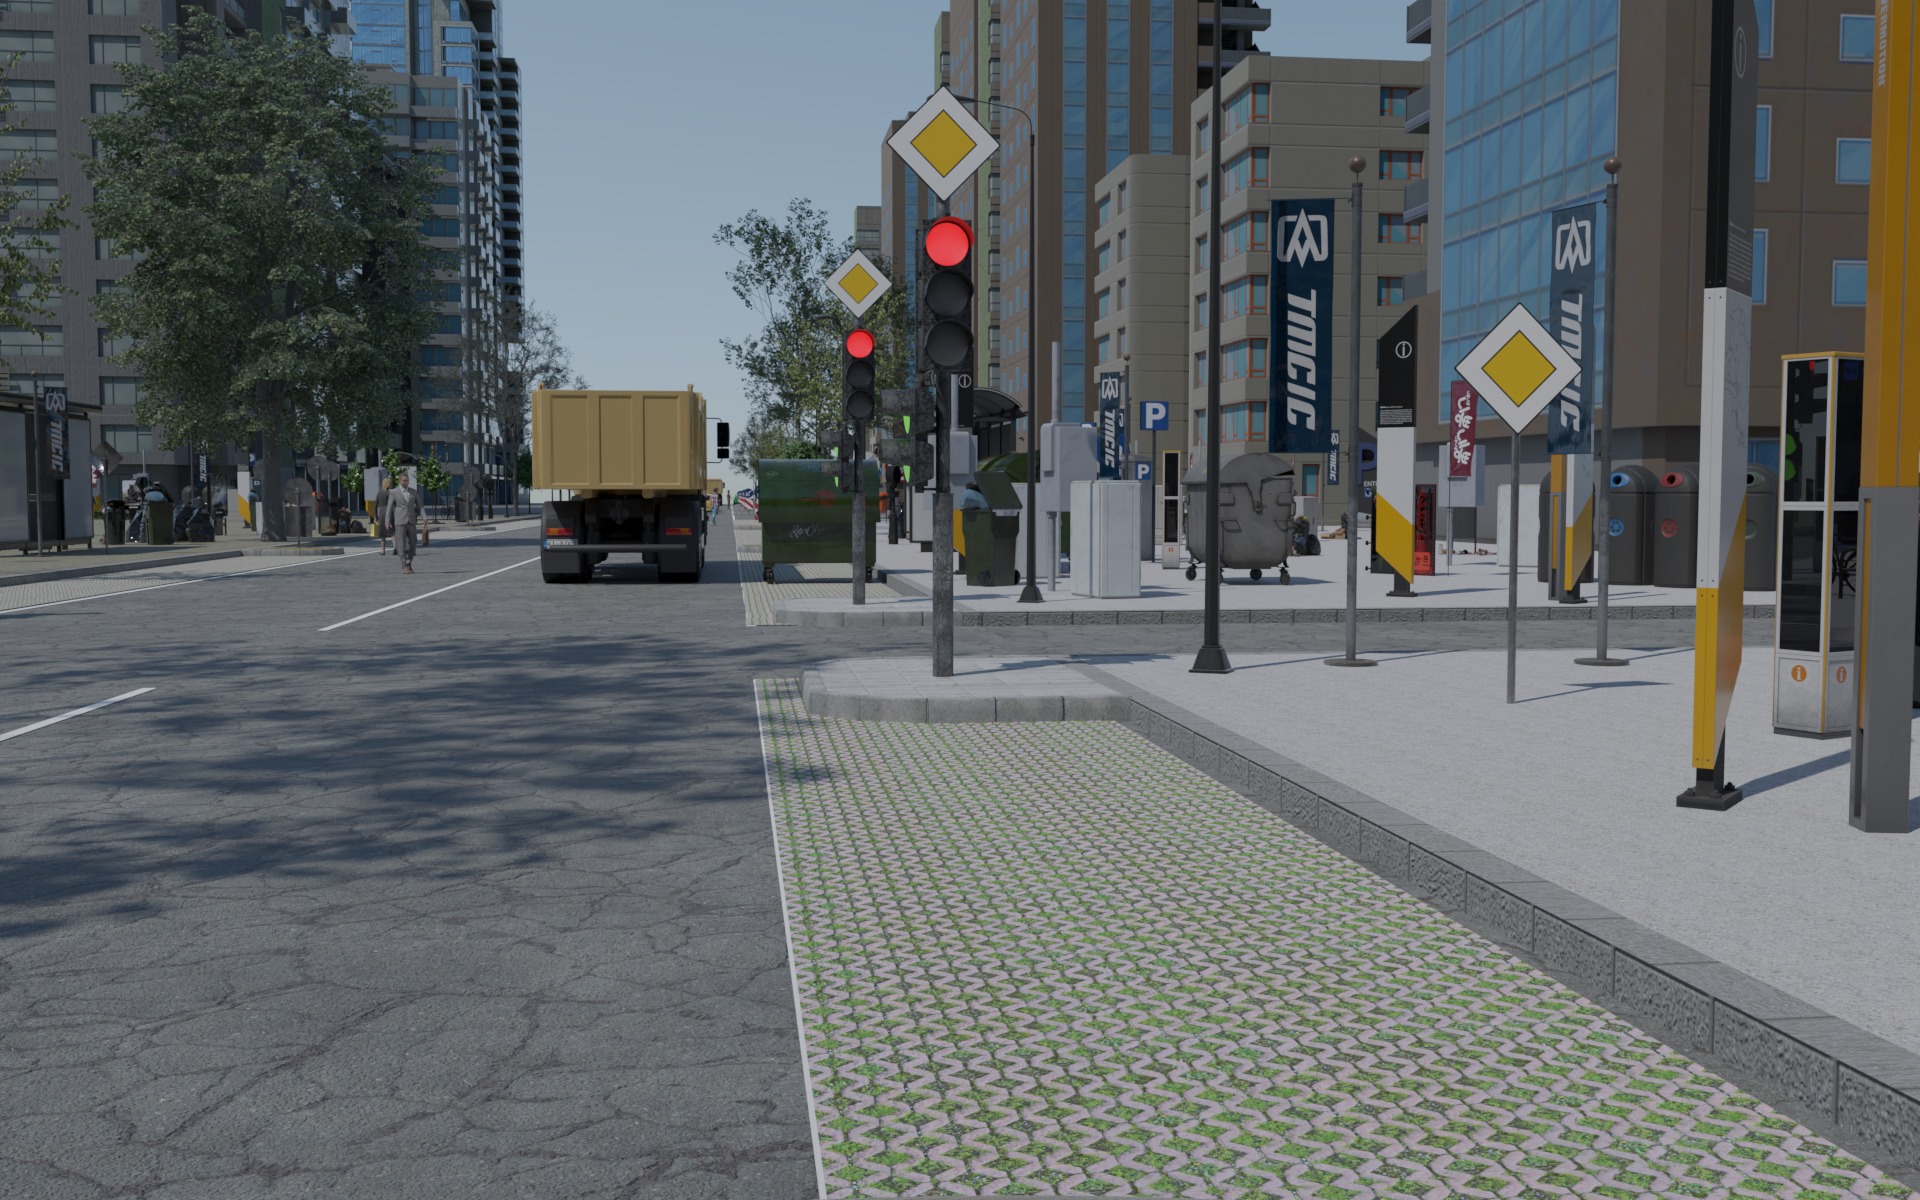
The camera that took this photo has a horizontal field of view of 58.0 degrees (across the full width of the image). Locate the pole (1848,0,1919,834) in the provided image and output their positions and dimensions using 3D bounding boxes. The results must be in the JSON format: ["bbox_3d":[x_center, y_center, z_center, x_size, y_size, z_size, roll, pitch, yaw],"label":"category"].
[{"bbox_3d":[3.512,-0.776,6.526,0.158,3.312,0.155,0,3,0],"label":"pole"}]

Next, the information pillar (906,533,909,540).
[{"bbox_3d":[-1.306,-2.673,48.188,0.304,2.012,0.304,1,4,18],"label":"information pillar"}]

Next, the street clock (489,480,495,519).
[{"bbox_3d":[-24.221,-5.181,89.275,0.471,2.002,0.358,-2,4,-26],"label":"street clock"}]

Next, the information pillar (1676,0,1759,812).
[{"bbox_3d":[3.157,-0.965,7.141,0.183,3.616,0.504,3,4,36],"label":"information pillar"}]

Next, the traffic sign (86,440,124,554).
[{"bbox_3d":[-18.188,-2.182,36.866,0.795,2.450,0.064,0,4,0],"label":"traffic sign"}]

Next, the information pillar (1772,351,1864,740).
[{"bbox_3d":[4.544,-0.285,9.153,0.304,2.012,0.304,-2,4,-30],"label":"information pillar"}]

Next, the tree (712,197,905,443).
[{"bbox_3d":[-9.256,-15.466,108.755,12.611,20.169,13.585,0,3,0],"label":"tree"}]

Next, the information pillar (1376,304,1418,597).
[{"bbox_3d":[5.457,-1.849,21.591,0.504,3.616,0.183,3,4,36],"label":"information pillar"}]

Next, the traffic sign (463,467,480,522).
[{"bbox_3d":[-22.577,-4.892,80.090,0.768,2.556,0.104,0,4,-4],"label":"traffic sign"}]

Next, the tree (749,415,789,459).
[{"bbox_3d":[-16.919,-12.591,156.229,4.360,8.622,3.978,0,3,0],"label":"tree"}]

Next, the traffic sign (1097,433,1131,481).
[{"bbox_3d":[3.041,-2.124,34.839,0.768,2.556,0.104,0,4,-5],"label":"traffic sign"}]

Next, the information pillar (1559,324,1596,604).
[{"bbox_3d":[7.256,-1.768,20.266,0.504,3.616,0.183,-3,5,-43],"label":"information pillar"}]

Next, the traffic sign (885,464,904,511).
[{"bbox_3d":[-2.087,-3.472,56.880,0.768,2.556,0.104,0,4,1],"label":"traffic sign"}]

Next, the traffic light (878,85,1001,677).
[{"bbox_3d":[-0.138,-1.417,12.086,0.839,4.253,0.868,0,4,-8],"label":"traffic light"}]

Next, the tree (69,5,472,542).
[{"bbox_3d":[-18.466,-8.553,46.492,9.857,13.997,8.962,0,3,0],"label":"tree"}]

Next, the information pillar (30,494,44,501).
[{"bbox_3d":[-34.885,-4.528,65.384,0.504,3.616,0.183,-1,4,-16],"label":"information pillar"}]

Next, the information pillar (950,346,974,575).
[{"bbox_3d":[-0.005,-2.209,27.467,0.504,3.616,0.183,-1,4,-14],"label":"information pillar"}]

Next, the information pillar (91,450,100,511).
[{"bbox_3d":[-44.152,-5.932,88.337,0.183,3.616,0.504,3,5,39],"label":"information pillar"}]

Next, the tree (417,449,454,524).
[{"bbox_3d":[-22.456,-4.864,74.134,1.663,3.219,1.824,0,3,0],"label":"tree"}]

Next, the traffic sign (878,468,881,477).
[{"bbox_3d":[-3.700,-4.456,72.966,0.768,2.556,0.104,0,4,2],"label":"traffic sign"}]

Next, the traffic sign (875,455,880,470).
[{"bbox_3d":[-2.750,-3.135,51.364,0.768,2.556,0.104,0,4,-1],"label":"traffic sign"}]

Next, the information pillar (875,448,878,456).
[{"bbox_3d":[-4.270,-5.870,87.336,0.183,3.616,0.504,-2,4,-24],"label":"information pillar"}]

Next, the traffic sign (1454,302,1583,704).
[{"bbox_3d":[3.372,-0.572,10.538,0.795,2.450,0.064,0,4,-4],"label":"traffic sign"}]

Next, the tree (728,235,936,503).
[{"bbox_3d":[-4.218,-7.887,63.371,8.767,10.594,7.601,1,4,14],"label":"tree"}]

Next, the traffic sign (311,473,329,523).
[{"bbox_3d":[-24.095,-3.975,65.099,0.768,2.556,0.104,0,4,2],"label":"traffic sign"}]

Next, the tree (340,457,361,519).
[{"bbox_3d":[-31.651,-5.871,90.593,1.663,3.219,1.824,0,3,0],"label":"tree"}]

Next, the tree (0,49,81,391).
[{"bbox_3d":[-16.036,-4.684,26.947,4.737,8.622,4.395,0,3,0],"label":"tree"}]

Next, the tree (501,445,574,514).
[{"bbox_3d":[-28.175,-7.941,113.556,4.285,4.588,4.351,0,3,0],"label":"tree"}]

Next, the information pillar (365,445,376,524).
[{"bbox_3d":[-25.055,-5.026,73.536,0.183,3.616,0.504,1,4,17],"label":"information pillar"}]

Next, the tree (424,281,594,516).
[{"bbox_3d":[-26.086,-11.645,100.767,12.009,13.543,11.850,0,3,0],"label":"tree"}]

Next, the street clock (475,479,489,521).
[{"bbox_3d":[-23.044,-4.807,83.166,0.358,2.002,0.471,2,4,30],"label":"street clock"}]

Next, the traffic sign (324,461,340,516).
[{"bbox_3d":[-24.331,-4.083,66.857,0.768,2.556,0.104,0,4,-7],"label":"traffic sign"}]

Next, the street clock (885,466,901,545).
[{"bbox_3d":[-1.692,-2.411,43.991,0.358,2.002,0.471,2,4,25],"label":"street clock"}]

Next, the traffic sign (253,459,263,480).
[{"bbox_3d":[-25.368,-3.851,63.078,0.768,2.556,0.104,0,4,0],"label":"traffic sign"}]

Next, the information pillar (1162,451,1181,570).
[{"bbox_3d":[3.601,-1.530,29.508,0.304,2.012,0.304,0,4,8],"label":"information pillar"}]

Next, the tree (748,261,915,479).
[{"bbox_3d":[-3.505,-6.328,53.829,4.737,8.622,4.395,0,3,0],"label":"tree"}]

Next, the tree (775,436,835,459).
[{"bbox_3d":[-7.848,-6.420,88.682,4.285,4.588,4.351,0,3,0],"label":"tree"}]

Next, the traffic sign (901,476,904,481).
[{"bbox_3d":[-2.653,-4.442,72.629,0.884,2.594,0.081,0,3,0],"label":"traffic sign"}]

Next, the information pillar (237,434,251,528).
[{"bbox_3d":[-26.661,-4.476,64.533,0.504,3.616,0.183,1,4,11],"label":"information pillar"}]

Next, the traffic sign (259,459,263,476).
[{"bbox_3d":[-23.456,-3.594,58.871,0.768,2.556,0.104,0,4,1],"label":"traffic sign"}]

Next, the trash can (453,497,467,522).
[{"bbox_3d":[-22.702,-4.111,78.861,0.748,1.137,0.748,0,3,0],"label":"trash can"}]

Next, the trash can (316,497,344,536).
[{"bbox_3d":[-19.357,-2.535,53.099,0.748,1.137,0.748,0,3,0],"label":"trash can"}]

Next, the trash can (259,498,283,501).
[{"bbox_3d":[-22.741,-2.787,57.222,0.748,1.137,0.748,0,3,0],"label":"trash can"}]

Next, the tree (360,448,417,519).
[{"bbox_3d":[-21.692,-4.348,65.694,1.663,3.219,1.824,0,3,0],"label":"tree"}]

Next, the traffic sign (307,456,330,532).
[{"bbox_3d":[-21.281,-3.508,57.457,0.768,2.556,0.104,0,4,0],"label":"traffic sign"}]

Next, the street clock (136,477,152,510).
[{"bbox_3d":[-33.975,-4.123,71.978,0.358,2.002,0.471,1,4,17],"label":"street clock"}]

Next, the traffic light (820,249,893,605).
[{"bbox_3d":[-1.192,-1.901,20.001,0.839,4.253,0.868,0,4,-8],"label":"traffic light"}]
